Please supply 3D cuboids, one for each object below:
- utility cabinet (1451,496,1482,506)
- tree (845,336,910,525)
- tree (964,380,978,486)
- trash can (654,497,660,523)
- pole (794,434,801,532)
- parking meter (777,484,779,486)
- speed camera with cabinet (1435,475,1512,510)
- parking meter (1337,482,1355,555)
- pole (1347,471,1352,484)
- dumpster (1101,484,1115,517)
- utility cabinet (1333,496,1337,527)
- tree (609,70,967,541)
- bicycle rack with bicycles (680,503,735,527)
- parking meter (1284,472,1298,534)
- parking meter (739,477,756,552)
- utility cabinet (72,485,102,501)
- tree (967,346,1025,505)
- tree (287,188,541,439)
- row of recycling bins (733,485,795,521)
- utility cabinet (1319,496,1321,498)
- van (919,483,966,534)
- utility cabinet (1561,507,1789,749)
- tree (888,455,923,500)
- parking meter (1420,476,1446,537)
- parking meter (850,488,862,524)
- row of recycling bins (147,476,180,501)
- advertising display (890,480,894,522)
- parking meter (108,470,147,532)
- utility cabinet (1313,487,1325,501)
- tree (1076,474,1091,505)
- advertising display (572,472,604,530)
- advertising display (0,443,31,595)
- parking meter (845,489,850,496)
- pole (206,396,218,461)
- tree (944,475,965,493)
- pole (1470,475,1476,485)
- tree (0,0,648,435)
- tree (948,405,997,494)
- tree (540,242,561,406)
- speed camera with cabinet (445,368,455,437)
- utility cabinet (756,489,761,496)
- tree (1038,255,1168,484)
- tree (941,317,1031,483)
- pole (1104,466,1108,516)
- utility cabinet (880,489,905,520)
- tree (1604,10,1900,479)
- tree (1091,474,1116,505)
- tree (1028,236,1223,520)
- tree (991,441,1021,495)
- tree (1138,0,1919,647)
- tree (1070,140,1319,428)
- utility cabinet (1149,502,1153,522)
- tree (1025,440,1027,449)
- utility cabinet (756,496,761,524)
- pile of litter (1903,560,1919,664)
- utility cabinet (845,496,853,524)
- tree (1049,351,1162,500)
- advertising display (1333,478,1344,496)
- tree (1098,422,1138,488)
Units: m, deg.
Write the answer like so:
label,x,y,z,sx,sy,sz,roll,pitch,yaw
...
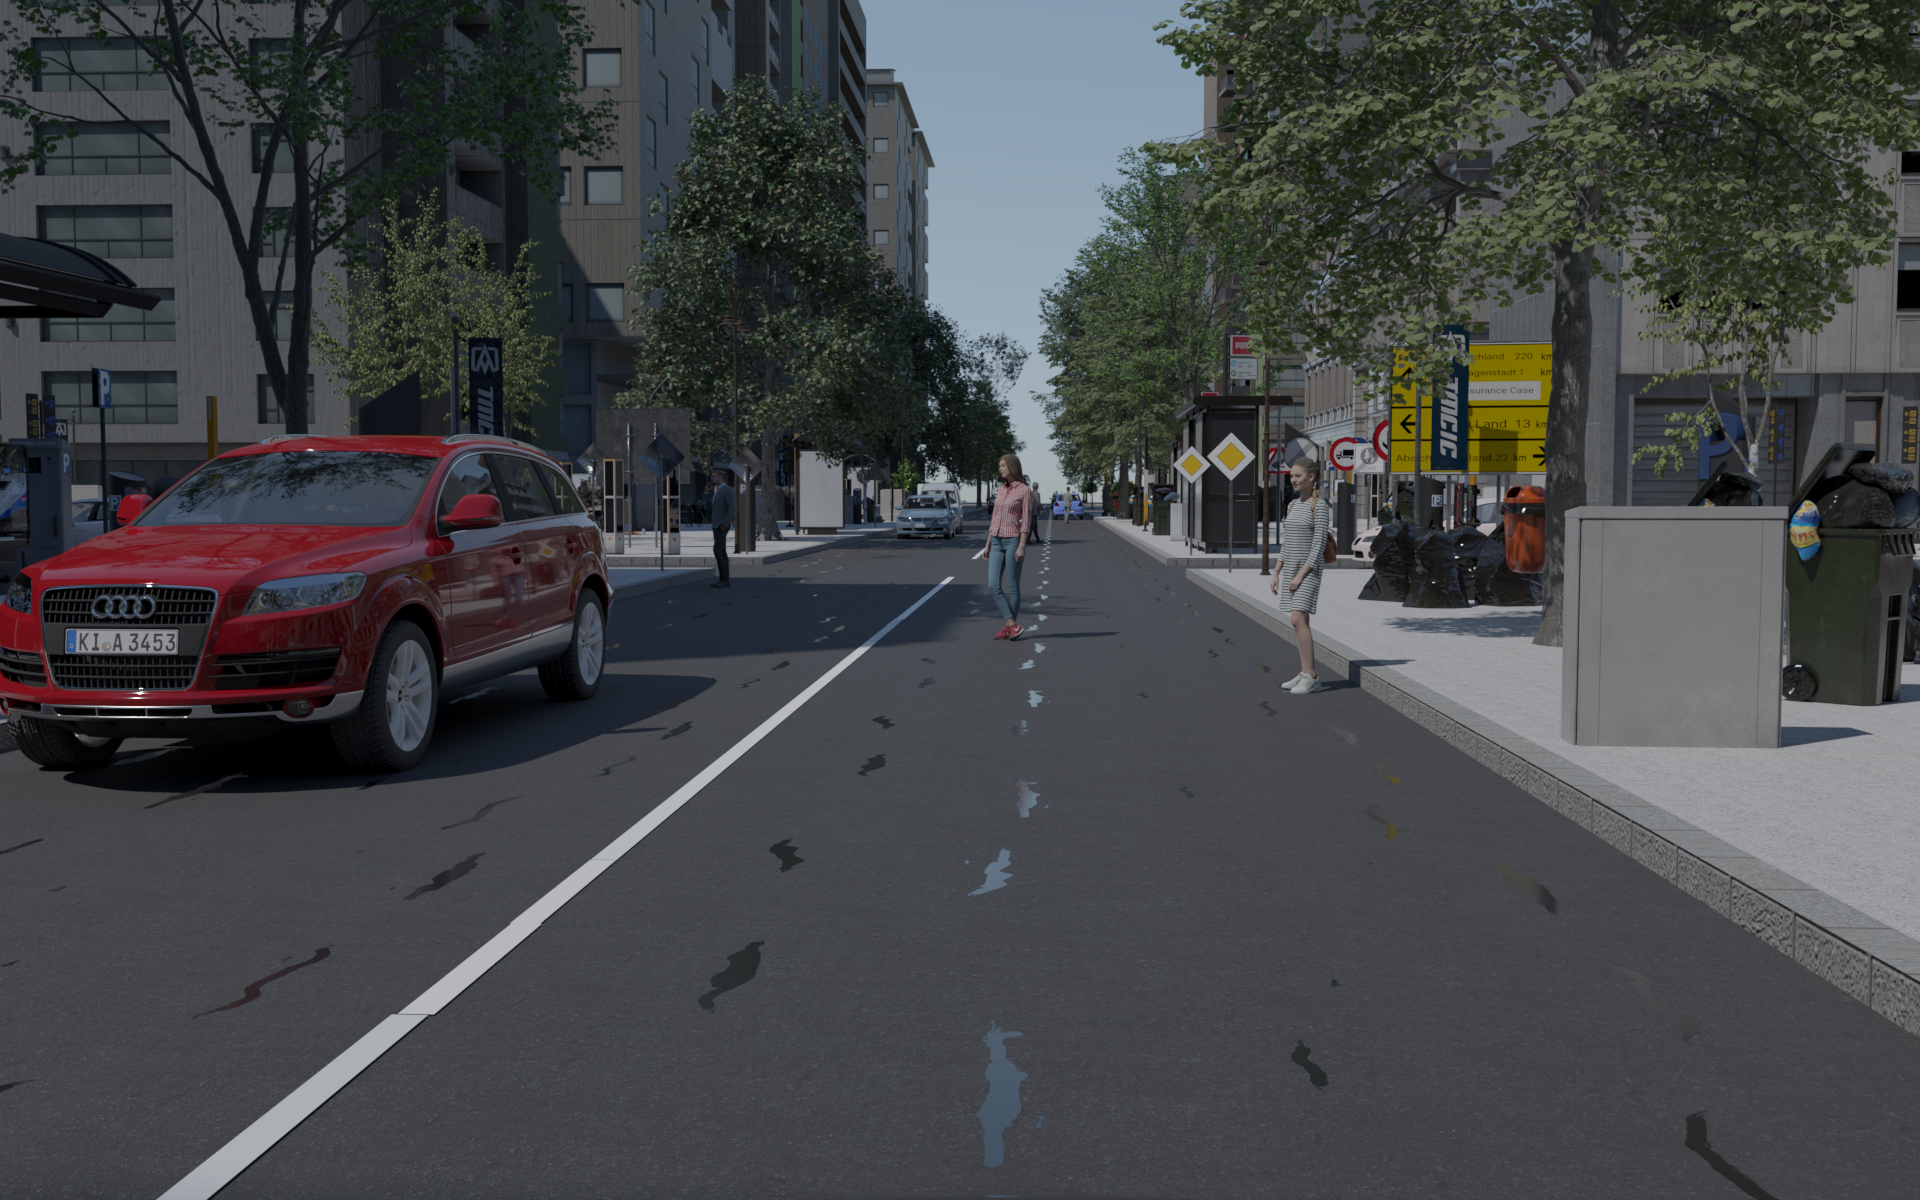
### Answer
label,x,y,z,sx,sy,sz,roll,pitch,yaw
utility cabinet,16.205,-2.716,55.575,1.020,1.237,0.306,0,4,4
tree,-4.018,-7.469,72.479,4.737,8.622,4.395,0,3,0
tree,1.969,-15.527,171.995,7.486,12.596,7.792,0,3,0
trash can,-13.254,-3.957,76.343,0.748,1.137,0.748,0,3,0
pole,-5.520,-3.974,58.812,0.158,3.312,0.155,0,3,0
parking meter,-9.825,-5.351,93.198,0.399,1.863,0.255,0,4,-1
speed camera with cabinet,11.781,-2.730,38.976,2.038,3.252,0.660,2,4,28
parking meter,8.124,-1.715,36.450,0.372,1.533,0.369,0,3,0
pole,15.165,-4.501,67.442,0.158,3.312,0.155,0,3,0
dumpster,8.728,-5.712,99.152,1.264,1.857,1.865,0,4,3
utility cabinet,14.623,-3.414,66.977,0.306,1.237,1.020,1,4,19
tree,-5.149,-7.961,47.163,9.611,12.733,9.660,0,3,0
bicycle rack with bicycles,-9.614,-3.282,67.050,2.852,0.926,2.925,1,4,9
parking meter,8.094,-2.227,42.117,0.399,1.863,0.255,-1,4,-23
parking meter,-4.757,-2.003,38.455,0.399,1.863,0.255,1,4,20
utility cabinet,-22.122,-2.128,43.471,1.173,1.500,0.318,0,4,-1
tree,-2.680,-11.203,100.171,9.611,12.733,9.660,0,3,0
tree,-13.413,-5.561,41.288,4.737,8.622,4.395,0,3,0
row of recycling bins,-9.135,-4.587,82.109,3.534,1.692,1.069,-2,4,-27
utility cabinet,9.348,-2.169,46.624,0.306,1.237,1.020,-1,4,-15
van,-0.763,-3.409,62.742,2.013,2.044,4.112,0,4,2
utility cabinet,3.646,0.139,8.883,1.020,1.237,0.306,0,4,5
tree,-2.775,-5.577,85.787,1.663,3.219,1.824,0,3,0
parking meter,6.737,-1.000,24.753,0.372,1.533,0.369,0,3,0
parking meter,-4.352,-3.978,73.449,0.372,1.533,0.369,0,3,0
row of recycling bins,-17.834,-2.014,40.044,1.069,1.692,3.534,2,4,35
advertising display,-3.147,-4.579,80.081,0.123,1.923,0.974,0,4,-5
parking meter,-8.828,-0.611,18.402,0.372,1.533,0.369,0,3,0
utility cabinet,10.563,-2.674,52.402,0.318,1.500,1.173,-1,4,-22
tree,11.619,-9.815,155.083,1.663,3.219,1.824,0,3,0
advertising display,-10.983,-2.793,50.880,0.974,1.923,0.123,0,4,-4
advertising display,-12.184,-1.027,22.005,0.123,1.923,0.974,0,4,7
parking meter,-5.153,-4.329,79.196,0.372,1.533,0.369,0,3,0
pole,-15.556,-2.584,36.097,0.158,3.312,0.155,0,3,0
tree,-0.458,-8.637,135.823,1.663,3.219,1.824,0,3,0
pole,15.513,-3.580,52.373,0.158,3.312,0.155,0,3,0
tree,-7.207,-5.651,18.144,9.928,11.665,9.643,0,3,0
tree,0.003,-11.080,131.522,4.737,8.622,4.395,0,3,0
tree,-12.720,-5.912,47.026,4.737,8.622,4.395,0,3,0
speed camera with cabinet,-7.404,-1.979,26.688,0.660,3.252,2.038,-2,4,-30
utility cabinet,-9.418,-4.333,79.528,0.318,1.500,1.173,3,4,38
tree,12.624,-16.762,129.950,12.611,20.169,13.585,0,3,0
tree,1.001,-20.191,186.017,12.611,20.169,13.585,0,3,0
pole,8.526,-6.563,101.146,0.158,3.312,0.155,0,3,0
utility cabinet,-3.238,-4.560,83.240,1.173,1.500,0.318,2,4,25
tree,11.655,-4.594,25.471,4.737,8.622,4.395,0,3,0
tree,12.102,-8.995,141.669,1.663,3.219,1.824,0,3,0
tree,8.338,-11.014,86.729,9.857,13.997,8.962,0,3,0
tree,4.269,-17.343,217.970,7.601,10.594,8.767,1,4,15
tree,5.511,-5.873,14.154,7.486,12.596,7.792,0,3,0
tree,6.964,-7.684,51.382,9.928,11.665,9.643,0,3,0
utility cabinet,8.989,-4.138,78.810,1.020,1.237,0.306,2,4,24
tree,3.336,-17.600,204.769,9.611,12.733,9.660,0,3,0
utility cabinet,-8.477,-3.874,74.506,1.020,1.237,0.306,-2,4,-26
pile of litter,7.635,0.019,13.660,1.176,0.858,1.719,2,4,32
utility cabinet,-4.732,-3.906,75.029,0.306,1.237,1.020,-1,4,-22
tree,9.386,-10.428,104.908,8.767,10.594,7.601,1,4,9
advertising display,17.588,-4.588,80.228,0.123,1.923,0.974,3,5,44
tree,10.733,-10.191,116.980,4.737,8.622,4.395,0,3,0
